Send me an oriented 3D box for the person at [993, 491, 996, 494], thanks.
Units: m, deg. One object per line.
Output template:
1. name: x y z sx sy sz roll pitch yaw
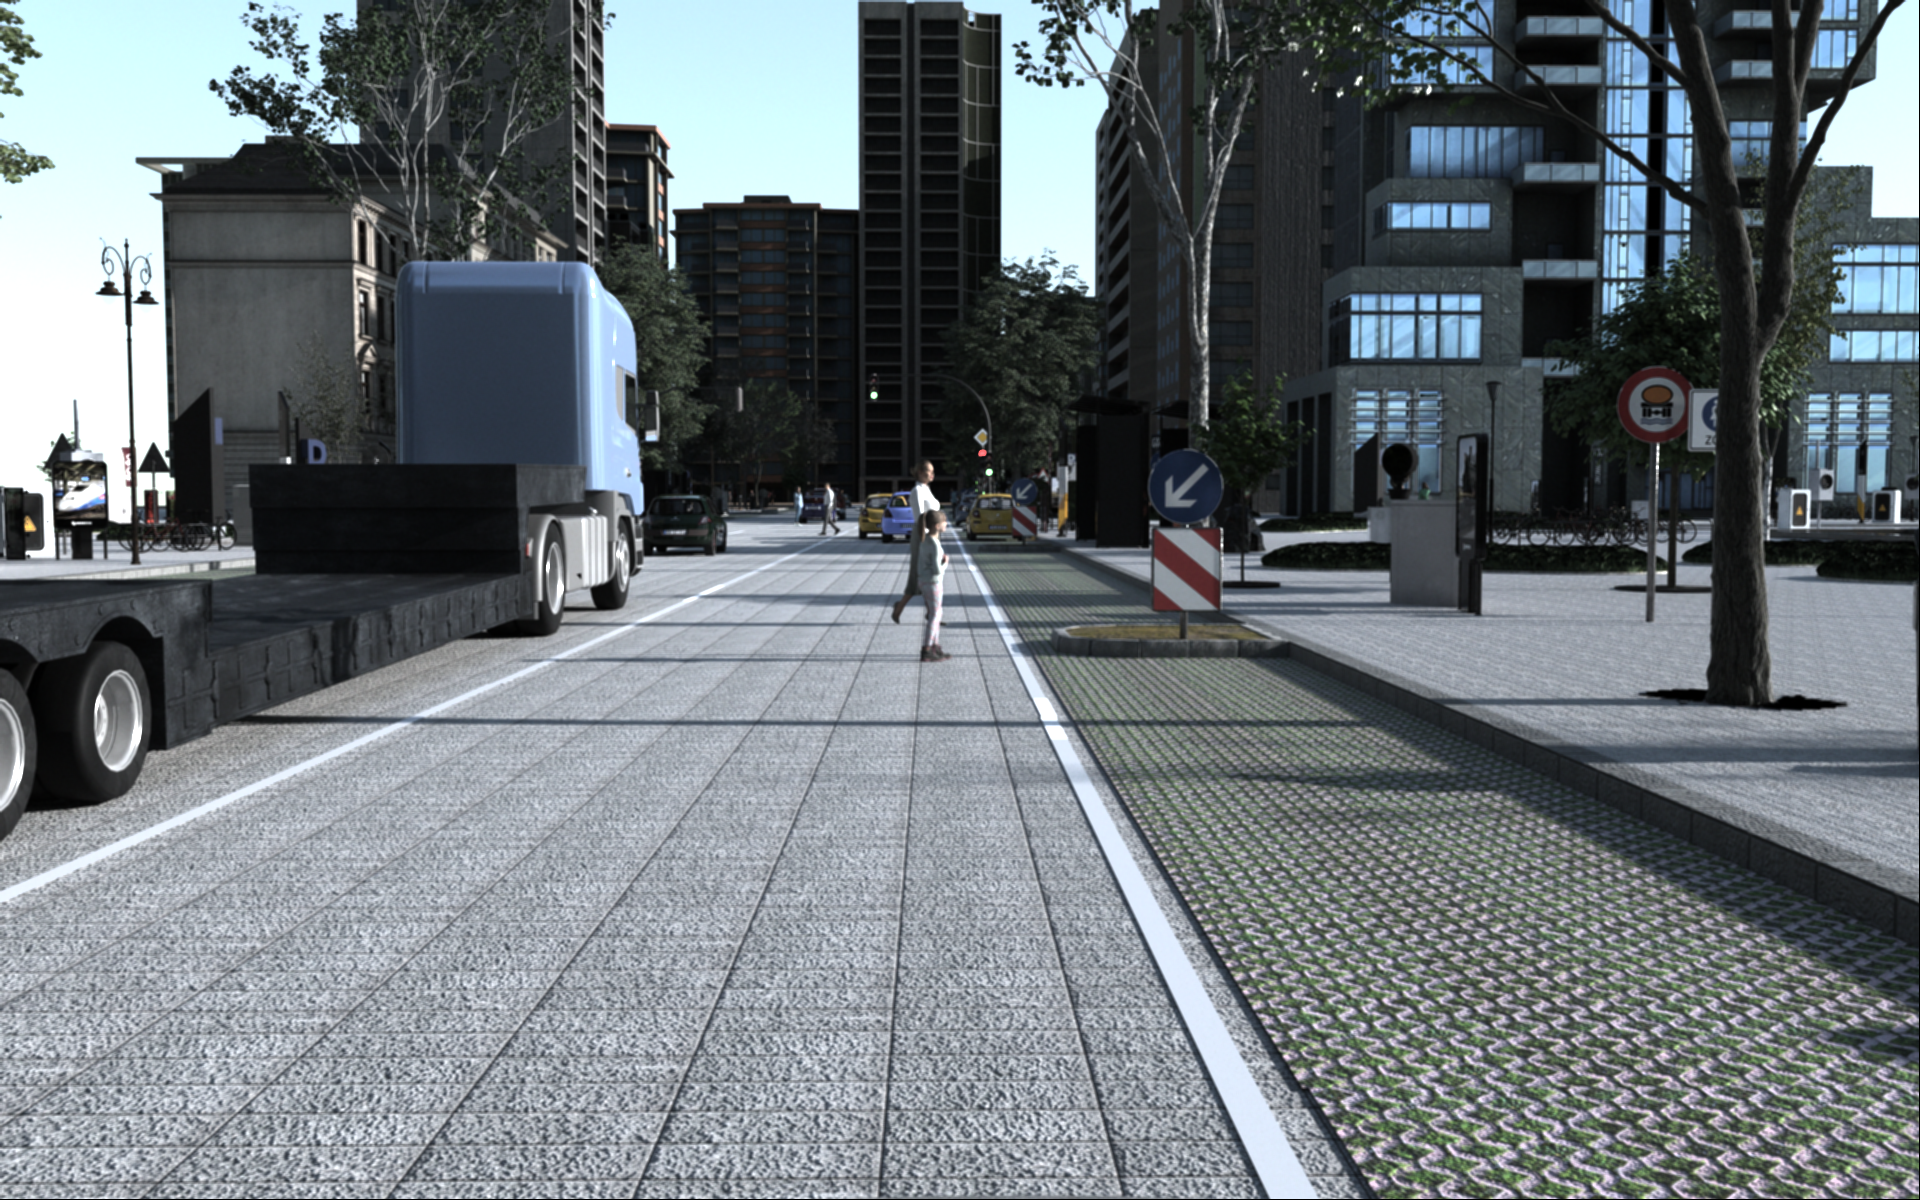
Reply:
1. person: 3.935 -11.931 201.895 0.721 1.735 1.217 -2 4 -33

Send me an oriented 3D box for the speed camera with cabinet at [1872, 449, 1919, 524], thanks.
1. speed camera with cabinet: 41.117 -4.983 75.812 0.660 3.252 2.038 -3 4 -37

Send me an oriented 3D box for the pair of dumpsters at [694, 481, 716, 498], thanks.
1. pair of dumpsters: -18.648 -7.646 127.509 1.574 2.255 4.437 0 4 -1

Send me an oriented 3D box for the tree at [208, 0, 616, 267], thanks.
1. tree: -17.001 -12.018 52.390 12.611 20.169 13.585 0 3 0

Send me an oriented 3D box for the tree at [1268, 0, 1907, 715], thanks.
1. tree: 4.854 -5.180 10.456 9.928 11.665 9.643 0 3 0

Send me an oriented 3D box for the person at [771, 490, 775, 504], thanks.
1. person: -24.219 -13.329 223.970 0.705 1.824 1.348 -1 4 -22

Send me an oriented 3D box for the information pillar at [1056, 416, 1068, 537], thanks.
1. information pillar: 3.076 -3.697 51.801 0.183 3.616 0.504 -1 4 -21

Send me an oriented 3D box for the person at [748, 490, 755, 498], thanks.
1. person: -27.152 -13.410 225.849 0.990 1.755 0.434 1 4 15

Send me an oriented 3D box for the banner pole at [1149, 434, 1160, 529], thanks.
1. banner pole: 7.109 -4.512 63.793 0.863 3.779 0.401 1 4 10

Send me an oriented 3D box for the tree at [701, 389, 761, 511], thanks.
1. tree: -16.230 -10.375 119.994 4.360 8.622 3.978 0 3 0

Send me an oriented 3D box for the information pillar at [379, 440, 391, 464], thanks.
1. information pillar: -24.942 -5.125 75.141 0.504 3.616 0.183 1 4 9

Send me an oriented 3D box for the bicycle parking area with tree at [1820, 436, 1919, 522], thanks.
1. bicycle parking area with tree: 46.584 -5.895 83.386 9.016 4.147 8.231 2 4 25

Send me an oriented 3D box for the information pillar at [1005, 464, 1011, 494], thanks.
1. information pillar: 3.174 -7.534 114.539 0.504 3.616 0.183 -3 5 -42

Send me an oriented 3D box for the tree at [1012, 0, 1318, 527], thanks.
1. tree: 3.277 -10.800 32.462 12.611 20.169 13.585 0 3 0

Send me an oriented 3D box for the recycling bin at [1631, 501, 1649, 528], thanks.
1. recycling bin: 26.084 -3.279 66.161 0.722 1.027 0.722 1 4 11

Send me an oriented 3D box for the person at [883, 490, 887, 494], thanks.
1. person: -7.937 -10.713 183.281 1.348 1.869 0.705 0 4 1

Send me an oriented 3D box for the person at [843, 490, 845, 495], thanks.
1. person: -12.334 -10.711 183.702 0.705 1.814 1.350 0 4 -2

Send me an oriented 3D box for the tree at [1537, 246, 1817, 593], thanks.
1. tree: 9.563 -2.399 22.942 4.285 4.588 4.351 0 3 0

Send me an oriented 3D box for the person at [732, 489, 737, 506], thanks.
1. person: -24.922 -11.331 191.275 0.705 1.831 1.348 1 4 13

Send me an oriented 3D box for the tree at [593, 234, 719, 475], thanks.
1. tree: -16.837 -11.023 86.884 9.857 13.997 8.962 0 3 0

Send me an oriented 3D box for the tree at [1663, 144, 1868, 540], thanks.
1. tree: 16.766 -5.246 36.127 4.737 8.622 4.395 0 3 0

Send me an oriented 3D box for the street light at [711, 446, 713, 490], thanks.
1. street light: -16.400 -8.660 114.373 0.468 5.910 1.993 0 4 -1

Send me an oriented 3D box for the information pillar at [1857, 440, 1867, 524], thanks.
1. information pillar: 39.063 -5.117 75.019 0.183 3.616 0.504 0 4 2

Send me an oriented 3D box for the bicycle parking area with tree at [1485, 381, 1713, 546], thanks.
1. bicycle parking area with tree: 15.416 -3.619 46.176 8.231 4.147 9.016 -2 4 -30

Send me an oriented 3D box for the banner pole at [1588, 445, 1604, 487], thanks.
1. banner pole: 28.725 -5.408 78.435 0.863 3.779 0.401 0 4 4

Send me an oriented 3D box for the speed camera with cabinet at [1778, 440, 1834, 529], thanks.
1. speed camera with cabinet: 30.573 -4.173 62.571 2.038 3.252 0.660 -1 4 -21

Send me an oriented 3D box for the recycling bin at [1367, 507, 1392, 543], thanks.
1. recycling bin: 8.314 -1.291 33.669 0.722 1.027 0.722 0 4 8

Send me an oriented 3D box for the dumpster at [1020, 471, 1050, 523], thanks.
1. dumpster: 3.229 -4.446 75.193 1.502 2.255 1.985 0 4 -1

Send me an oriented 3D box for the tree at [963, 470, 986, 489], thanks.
1. tree: 1.943 -12.946 195.388 4.285 4.588 4.351 0 3 0

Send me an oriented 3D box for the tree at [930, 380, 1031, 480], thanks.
1. tree: 2.289 -12.607 140.539 8.767 10.594 7.601 1 4 16

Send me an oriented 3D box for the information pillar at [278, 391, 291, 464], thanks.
1. information pillar: -15.236 -2.920 39.096 0.183 3.616 0.504 -3 5 -40

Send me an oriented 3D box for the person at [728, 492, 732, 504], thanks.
1. person: -30.497 -13.498 229.746 0.434 1.755 0.990 0 4 0

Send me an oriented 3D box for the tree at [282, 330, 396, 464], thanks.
1. tree: -28.069 -7.767 77.347 4.360 8.622 3.978 0 3 0

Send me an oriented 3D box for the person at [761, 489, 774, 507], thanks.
1. person: -19.704 -10.455 176.981 1.348 1.824 0.705 1 4 14

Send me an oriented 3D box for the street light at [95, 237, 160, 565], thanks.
1. street light: -15.046 -3.587 31.439 0.468 5.910 1.993 0 4 -1

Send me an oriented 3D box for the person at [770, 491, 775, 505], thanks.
1. person: -21.617 -11.746 199.551 0.593 1.643 0.415 -1 4 -15

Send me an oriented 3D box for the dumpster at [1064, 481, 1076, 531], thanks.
1. dumpster: 4.311 -3.576 60.969 1.502 2.255 1.985 0 4 -1

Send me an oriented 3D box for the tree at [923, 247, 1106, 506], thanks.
1. tree: 2.831 -11.234 90.331 9.857 13.997 8.962 0 3 0

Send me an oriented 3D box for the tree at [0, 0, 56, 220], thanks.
1. tree: -14.780 -6.282 20.838 7.486 12.596 7.792 0 3 0

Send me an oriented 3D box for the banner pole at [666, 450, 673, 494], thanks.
1. banner pole: -16.000 -6.427 95.091 0.401 3.779 0.863 1 4 20

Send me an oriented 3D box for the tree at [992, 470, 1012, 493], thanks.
1. tree: 2.942 -7.568 118.334 1.663 3.219 1.824 0 3 0

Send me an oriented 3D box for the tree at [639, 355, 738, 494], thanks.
1. tree: -17.640 -10.594 107.617 8.767 10.594 7.601 2 4 29

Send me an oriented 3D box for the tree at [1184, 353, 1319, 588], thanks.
1. tree: 3.841 -1.802 24.066 1.663 3.219 1.824 0 3 0

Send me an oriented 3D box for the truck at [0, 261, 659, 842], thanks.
1. truck: -5.220 -1.501 14.306 2.967 4.110 18.799 0 4 -1

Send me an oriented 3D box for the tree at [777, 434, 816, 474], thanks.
1. tree: -18.629 -15.108 197.384 4.737 8.622 4.395 0 3 0

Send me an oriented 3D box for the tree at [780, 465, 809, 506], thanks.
1. tree: -18.459 -12.808 193.118 4.285 4.588 4.351 0 3 0

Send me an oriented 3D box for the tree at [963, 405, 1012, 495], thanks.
1. tree: 2.548 -11.103 131.891 4.360 8.622 3.978 0 3 0

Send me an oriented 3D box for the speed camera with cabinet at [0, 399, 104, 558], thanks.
1. speed camera with cabinet: -18.717 -2.522 35.563 0.660 3.252 2.038 3 4 38

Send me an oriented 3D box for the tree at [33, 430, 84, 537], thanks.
1. tree: -26.737 -3.532 52.345 1.663 3.219 1.824 0 3 0

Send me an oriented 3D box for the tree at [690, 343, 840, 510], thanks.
1. tree: -17.299 -14.004 139.328 12.009 13.543 11.850 0 3 0

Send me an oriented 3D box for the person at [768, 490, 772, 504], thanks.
1. person: -24.578 -13.203 221.842 1.348 1.831 0.705 0 4 1

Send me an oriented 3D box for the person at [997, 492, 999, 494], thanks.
1. person: 4.690 -12.766 215.316 0.434 1.755 0.990 2 4 24
